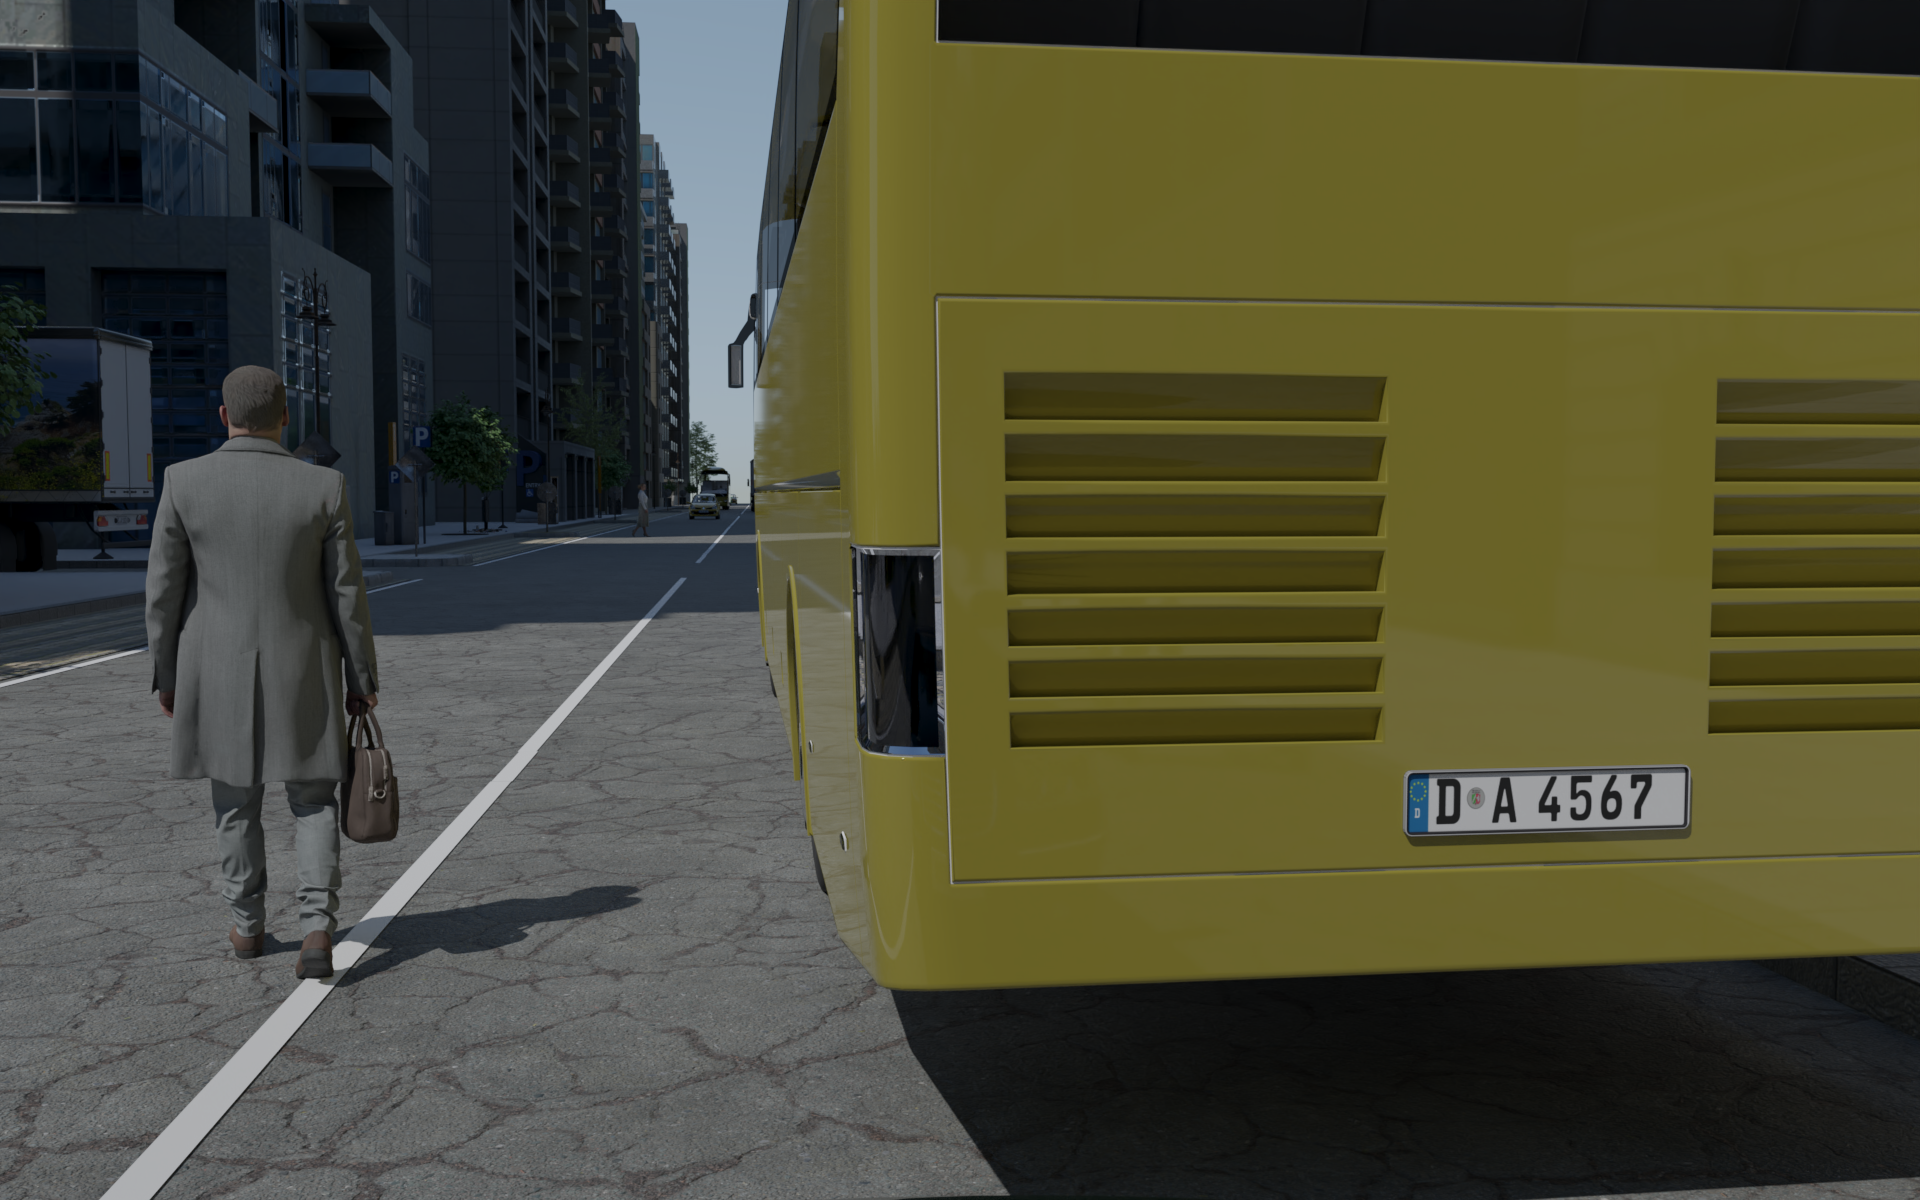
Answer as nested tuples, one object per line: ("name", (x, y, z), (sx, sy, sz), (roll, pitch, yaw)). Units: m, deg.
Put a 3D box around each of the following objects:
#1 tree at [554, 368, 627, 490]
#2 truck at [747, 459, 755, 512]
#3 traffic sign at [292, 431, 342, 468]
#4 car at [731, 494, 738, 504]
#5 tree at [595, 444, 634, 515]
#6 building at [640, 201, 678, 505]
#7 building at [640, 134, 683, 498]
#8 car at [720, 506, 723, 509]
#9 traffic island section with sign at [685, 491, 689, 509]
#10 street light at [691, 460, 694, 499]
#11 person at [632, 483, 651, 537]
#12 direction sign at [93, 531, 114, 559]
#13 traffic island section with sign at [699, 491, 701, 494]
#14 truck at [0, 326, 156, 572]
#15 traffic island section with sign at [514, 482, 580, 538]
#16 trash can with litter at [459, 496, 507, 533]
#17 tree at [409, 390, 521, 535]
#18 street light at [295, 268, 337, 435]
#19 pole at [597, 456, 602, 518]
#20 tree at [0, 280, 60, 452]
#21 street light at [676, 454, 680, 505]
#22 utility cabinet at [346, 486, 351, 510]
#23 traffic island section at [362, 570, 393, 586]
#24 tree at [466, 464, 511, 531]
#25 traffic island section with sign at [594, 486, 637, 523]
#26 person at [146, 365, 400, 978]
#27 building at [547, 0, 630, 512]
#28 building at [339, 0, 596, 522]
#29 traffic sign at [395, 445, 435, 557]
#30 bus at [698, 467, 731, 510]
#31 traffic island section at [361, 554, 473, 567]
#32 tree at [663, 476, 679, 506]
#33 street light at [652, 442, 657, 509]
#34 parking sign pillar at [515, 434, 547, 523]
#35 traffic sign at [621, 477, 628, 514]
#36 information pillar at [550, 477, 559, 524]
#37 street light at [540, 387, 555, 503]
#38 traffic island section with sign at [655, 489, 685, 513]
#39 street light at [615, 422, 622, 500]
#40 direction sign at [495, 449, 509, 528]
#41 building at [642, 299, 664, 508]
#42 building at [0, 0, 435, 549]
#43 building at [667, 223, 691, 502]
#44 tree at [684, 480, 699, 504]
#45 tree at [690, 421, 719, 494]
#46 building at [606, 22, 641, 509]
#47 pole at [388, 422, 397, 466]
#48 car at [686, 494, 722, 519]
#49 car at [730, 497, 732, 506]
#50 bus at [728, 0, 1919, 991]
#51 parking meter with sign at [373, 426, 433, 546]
("tree", (-21.763, -9.297, 102.366), (4.737, 8.622, 4.395), (0, 3, 0))
("truck", (-15.988, -9.404, 142.667), (2.839, 4.237, 11.283), (-1, 4, -8))
("traffic sign", (-10.211, -1.458, 27.478), (0.795, 2.450, 0.064), (0, 4, -7))
("car", (-31.975, -14.173, 241.951), (2.015, 1.641, 3.980), (0, 4, -6))
("tree", (-21.797, -7.528, 106.789), (4.285, 4.588, 4.351), (0, 3, 0))
("building", (-49.814, -31.279, 203.296), (32.217, 40.220, 23.993), (0, 4, -7))
("building", (-49.426, -37.364, 230.504), (23.786, 49.044, 30.456), (0, 4, -7))
("car", (-24.190, -9.752, 172.020), (1.945, 1.354, 3.894), (0, 4, -5))
("traffic island section with sign", (-25.732, -9.337, 161.281), (1.989, 1.847, 2.006), (0, 4, -7))
("street light", (-35.990, -15.916, 233.007), (0.468, 5.910, 1.993), (0, 4, -7))
("person", (-10.647, -2.999, 57.756), (0.641, 1.798, 0.478), (0, 4, 7))
("direction sign", (-16.934, -2.577, 34.131), (0.876, 3.537, 0.379), (-3, 4, -38))
("traffic island section with sign", (-35.236, -14.350, 243.250), (1.989, 1.847, 2.006), (0, 4, -7))
("truck", (-20.079, -2.496, 29.726), (11.283, 4.237, 2.839), (0, 4, -5))
("traffic island section with sign", (-13.746, -3.002, 57.714), (1.989, 1.847, 2.006), (0, 4, -7))
("trash can with litter", (-16.084, -2.882, 58.174), (1.678, 1.210, 2.233), (-1, 4, -9))
("tree", (-15.522, -4.320, 54.342), (4.285, 4.588, 4.351), (0, 3, 0))
("street light", (-13.172, -3.839, 35.551), (0.468, 5.910, 1.993), (0, 4, -7))
("pole", (-19.276, -6.040, 92.602), (0.158, 3.312, 0.155), (0, 3, 0))
("tree", (-11.546, -2.126, 18.480), (4.285, 4.588, 4.351), (0, 3, 0))
("street light", (-31.632, -13.551, 194.346), (0.468, 5.910, 1.993), (0, 4, -7))
("utility cabinet", (-14.513, -1.919, 40.051), (0.318, 1.500, 1.173), (1, 4, 10))
("traffic island section", (-10.234, -0.321, 27.537), (2.009, 0.180, 2.903), (0, 4, -7))
("tree", (-16.469, -4.041, 60.677), (1.663, 3.219, 1.824), (0, 3, 0))
("traffic island section with sign", (-16.891, -4.671, 84.999), (1.989, 1.847, 2.006), (0, 4, -7))
("person", (-2.074, 0.205, 5.244), (0.694, 1.812, 0.767), (-1, 4, -19))
("building", (-35.509, -28.658, 123.175), (22.147, 44.769, 28.867), (0, 4, -7))
("building", (-29.474, -39.649, 86.509), (20.563, 71.187, 20.611), (0, 4, -7))
("traffic sign", (-11.130, -1.943, 35.410), (0.795, 2.450, 0.064), (0, 4, -7))
("bus", (-22.619, -10.332, 160.473), (2.896, 3.916, 12.252), (0, 4, -7))
("traffic island section", (-11.152, -0.807, 35.469), (2.009, 0.180, 2.903), (0, 4, -7))
("tree", (-31.437, -11.774, 187.107), (1.663, 3.219, 1.824), (0, 3, 0))
("street light", (-26.528, -10.849, 150.168), (0.468, 5.910, 1.993), (0, 4, -7))
("parking sign pillar", (-19.081, -5.420, 77.085), (1.447, 3.967, 1.447), (1, 4, 10))
("traffic sign", (-21.507, -6.727, 110.092), (0.768, 2.556, 0.104), (0, 4, -1))
("information pillar", (-17.208, -4.221, 73.507), (0.304, 2.012, 0.304), (-1, 4, -17))
("street light", (-17.780, -6.243, 74.865), (0.468, 5.910, 1.993), (0, 4, -7))
("traffic island section with sign", (-22.636, -7.699, 134.503), (1.989, 1.847, 2.006), (0, 4, -7))
("street light", (-22.026, -8.485, 111.523), (0.468, 5.910, 1.993), (0, 4, -7))
("direction sign", (-17.135, -4.455, 64.833), (0.379, 3.537, 0.876), (1, 4, 17))
("building", (-43.322, -19.652, 166.342), (27.650, 21.520, 28.899), (0, 4, -7))
("building", (-28.891, -45.228, 52.142), (22.319, 86.520, 31.000), (0, 4, -7))
("building", (-46.957, -34.851, 253.405), (14.154, 41.232, 14.086), (0, 4, -7))
("tree", (-35.463, -14.183, 226.485), (1.663, 3.219, 1.824), (0, 3, 0))
("tree", (-40.910, -21.411, 268.203), (7.486, 12.596, 7.792), (0, 3, 0))
("building", (-34.201, -28.221, 145.013), (14.154, 41.232, 14.086), (0, 4, -7))
("pole", (-16.139, -3.392, 49.306), (0.158, 3.312, 0.155), (0, 3, 0))
("car", (-14.614, -5.439, 99.154), (2.015, 1.641, 3.980), (0, 4, -6))
("car", (-28.529, -12.267, 209.363), (1.959, 1.807, 4.718), (0, 4, -8))
("bus", (0.250, -1.076, 9.147), (2.896, 3.916, 12.252), (0, 4, -8))
("parking meter with sign", (-14.084, -2.904, 43.738), (0.543, 3.016, 1.738), (1, 4, 21))
